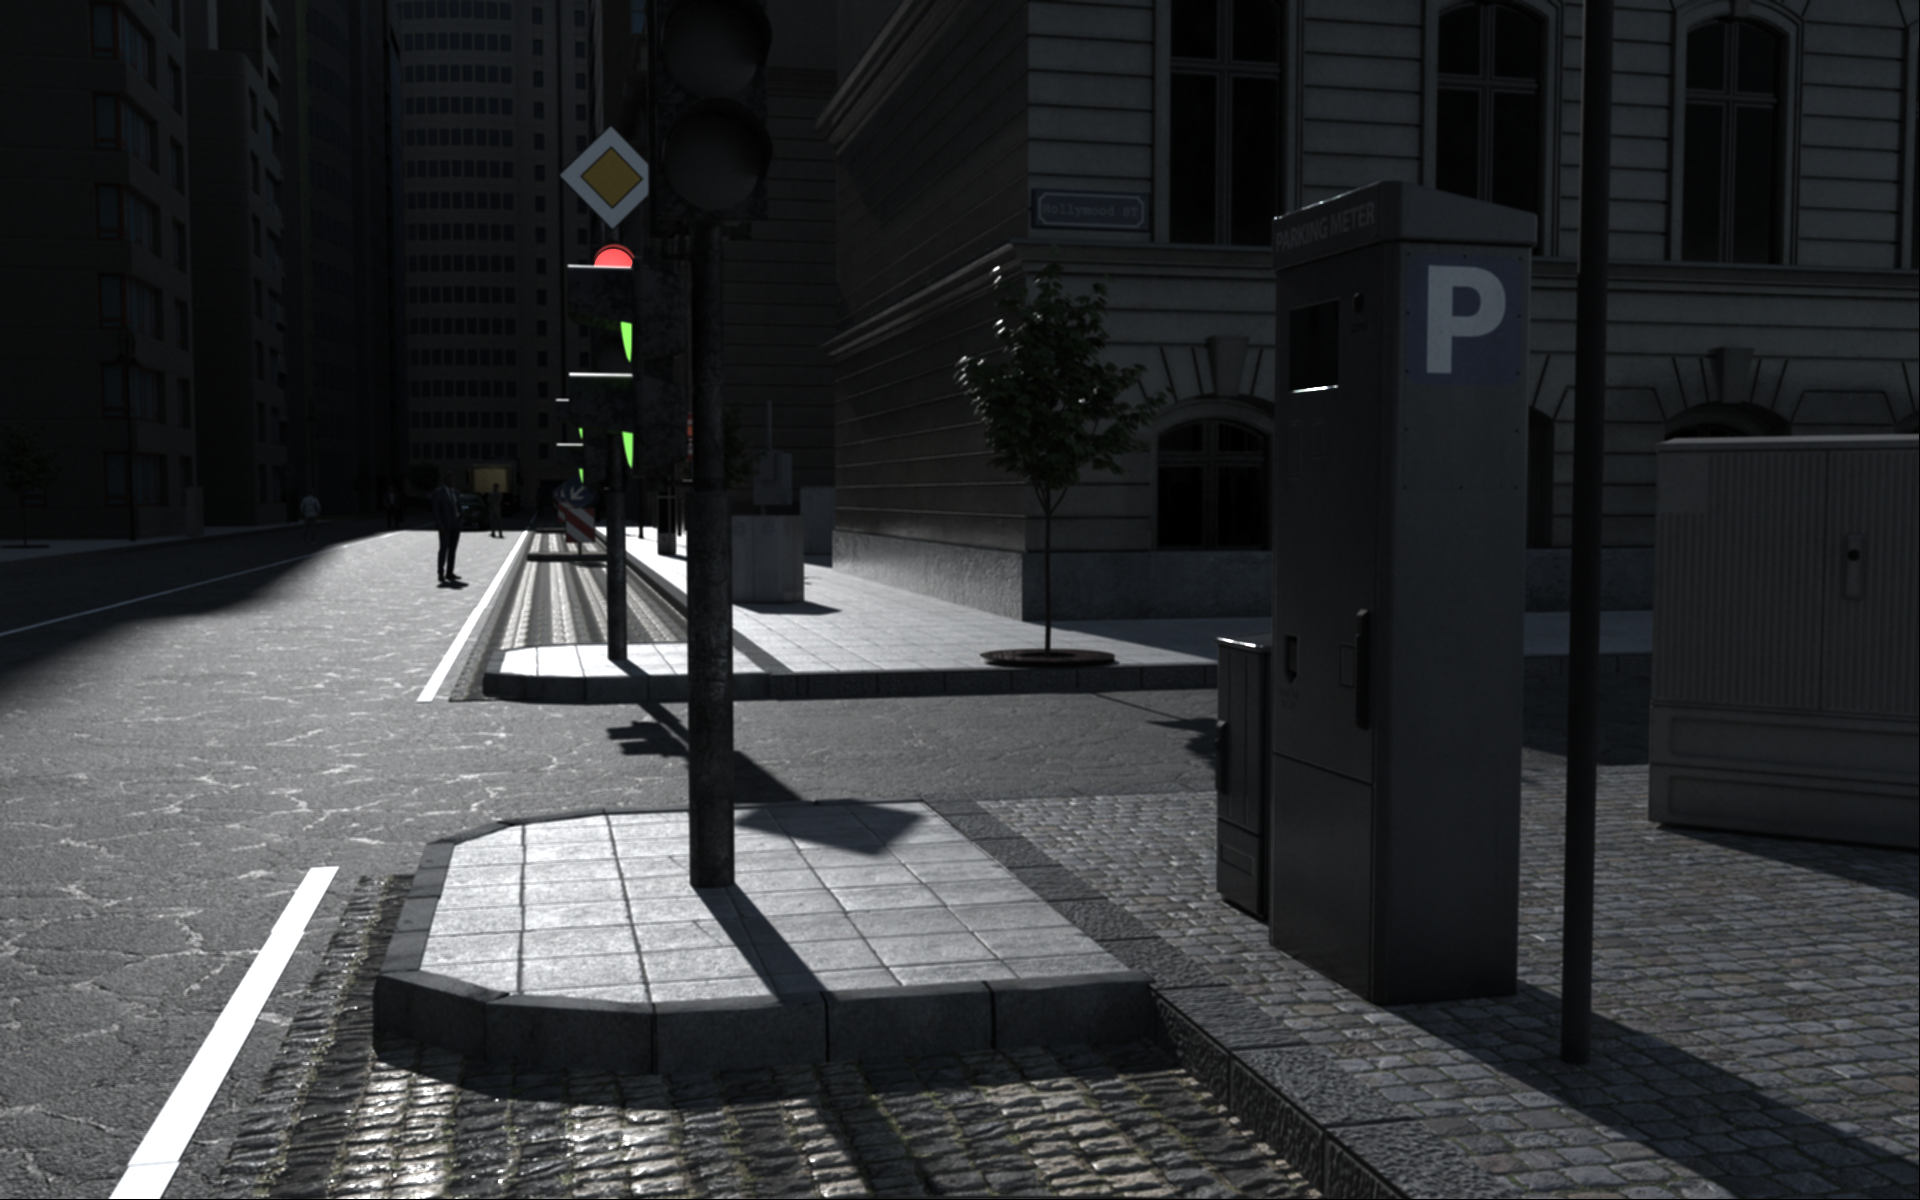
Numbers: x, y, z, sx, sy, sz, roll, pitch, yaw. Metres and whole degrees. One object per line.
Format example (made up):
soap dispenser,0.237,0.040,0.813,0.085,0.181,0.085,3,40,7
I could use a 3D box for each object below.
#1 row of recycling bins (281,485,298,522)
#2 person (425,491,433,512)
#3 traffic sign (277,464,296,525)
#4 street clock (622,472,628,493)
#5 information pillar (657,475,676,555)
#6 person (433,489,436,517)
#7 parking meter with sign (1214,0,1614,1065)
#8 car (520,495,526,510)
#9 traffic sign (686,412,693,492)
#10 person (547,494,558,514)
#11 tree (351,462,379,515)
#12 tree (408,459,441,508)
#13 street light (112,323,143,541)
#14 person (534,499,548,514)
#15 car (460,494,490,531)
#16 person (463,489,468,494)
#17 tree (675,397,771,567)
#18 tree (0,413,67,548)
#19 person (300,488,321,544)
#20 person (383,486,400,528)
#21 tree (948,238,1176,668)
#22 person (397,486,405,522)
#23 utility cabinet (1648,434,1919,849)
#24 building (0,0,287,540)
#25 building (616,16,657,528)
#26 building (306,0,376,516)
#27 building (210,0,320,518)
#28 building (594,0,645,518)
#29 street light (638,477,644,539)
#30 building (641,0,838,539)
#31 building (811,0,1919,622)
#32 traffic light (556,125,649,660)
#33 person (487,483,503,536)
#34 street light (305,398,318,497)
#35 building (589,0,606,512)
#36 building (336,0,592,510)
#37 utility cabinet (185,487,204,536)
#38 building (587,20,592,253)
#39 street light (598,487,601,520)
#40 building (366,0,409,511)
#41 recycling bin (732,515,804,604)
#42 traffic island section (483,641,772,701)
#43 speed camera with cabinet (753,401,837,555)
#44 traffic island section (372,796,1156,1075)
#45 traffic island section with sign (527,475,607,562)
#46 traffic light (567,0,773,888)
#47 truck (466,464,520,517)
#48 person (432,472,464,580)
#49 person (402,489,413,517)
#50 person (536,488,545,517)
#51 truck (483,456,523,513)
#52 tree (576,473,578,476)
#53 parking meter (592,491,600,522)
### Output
row of recycling bins,-31.853,-4.362,78.437,3.534,1.692,1.069,-1,4,-16
person,-41.949,-7.799,136.945,0.756,1.711,0.436,-3,4,-36
traffic sign,-28.194,-4.431,72.555,0.768,2.556,0.104,-1,4,-10
street clock,-10.991,-3.152,56.103,0.358,2.002,0.471,2,4,30
information pillar,-6.213,-1.968,36.662,0.304,2.012,0.304,1,4,16
person,-32.669,-6.080,108.437,0.750,1.759,0.617,1,4,10
parking meter with sign,1.177,-0.512,4.626,0.543,3.016,1.738,-1,4,-15
car,-39.945,-8.735,155.184,2.083,1.381,4.827,-1,4,-15
traffic sign,-4.170,-1.647,27.032,0.768,2.556,0.104,-1,4,-9
person,-29.172,-6.894,124.400,0.628,1.438,0.799,2,4,30
tree,-36.361,-6.807,105.900,1.663,3.219,1.824,0,3,0
tree,-49.263,-10.744,159.375,4.285,4.588,4.351,0,3,0
street light,-22.572,-4.543,47.071,0.468,5.910,1.993,-1,4,-13
person,-30.604,-7.007,126.323,1.065,1.426,0.557,-1,4,-10
car,-19.804,-3.511,69.202,2.131,1.459,4.920,-1,4,-12
person,-40.061,-8.053,140.263,1.348,1.812,0.705,0,4,-1
tree,-4.048,-2.145,29.669,1.663,3.219,1.824,0,3,0
tree,-22.306,-2.855,41.283,1.663,3.219,1.824,0,3,0
person,-18.670,-2.417,49.823,0.589,1.601,0.330,0,4,2
person,-23.833,-3.903,72.712,0.661,1.777,0.834,-3,5,-40
tree,0.808,-1.137,13.189,1.663,3.219,1.824,0,3,0
person,-28.393,-4.846,87.688,0.705,1.831,1.348,0,4,6
utility cabinet,3.212,0.138,6.415,1.173,1.500,0.318,2,4,34
building,-40.119,-13.112,59.423,27.650,21.520,28.899,-1,4,-13
building,-8.451,-14.375,76.830,13.314,21.916,24.055,-1,4,-13
building,-49.211,-34.590,107.544,21.231,58.520,28.212,-1,4,-13
building,-41.383,-24.748,88.231,14.154,41.232,14.086,-1,4,-13
building,-13.546,-27.441,98.771,14.600,45.320,14.200,-1,4,-13
street light,-9.200,-4.710,49.798,0.468,5.910,1.993,-1,4,-13
building,-2.982,-15.626,52.744,12.463,27.353,25.104,-1,4,-13
building,15.907,-12.630,25.581,34.723,24.649,14.460,-1,4,-13
traffic light,-2.684,-1.495,13.357,0.839,4.253,0.868,-1,4,-13
person,-15.870,-3.083,59.083,0.511,1.800,0.466,0,4,-7
street light,-31.130,-6.758,83.280,0.468,5.910,1.993,-1,4,-13
building,-18.134,-31.428,137.546,21.300,48.544,21.600,-1,4,-13
building,-47.009,-38.845,177.109,28.212,58.520,21.231,-1,4,-13
utility cabinet,-23.314,-2.694,52.733,0.318,1.500,1.173,-1,4,-14
building,-25.892,-28.814,154.703,14.154,41.232,14.086,-1,4,-13
street light,-17.912,-6.911,85.783,0.468,5.910,1.993,-1,4,-13
building,-54.986,-30.371,146.677,14.200,45.320,14.600,-1,4,-13
recycling bin,-2.310,-0.492,20.606,0.722,1.027,0.722,1,4,17
traffic island section,-2.642,0.538,13.481,2.009,0.180,2.903,-1,4,-13
speed camera with cabinet,-3.329,-2.590,36.684,2.038,3.252,0.660,1,4,17
traffic island section,-0.794,1.013,5.712,2.009,0.180,2.903,-1,4,-13
traffic island section with sign,-8.337,-1.761,37.415,1.989,1.847,2.006,-1,4,-13
traffic light,-0.835,-1.019,5.588,0.839,4.253,0.868,-1,4,-13
truck,-29.918,-7.025,110.777,3.469,3.379,9.791,-1,4,-14
person,-8.623,-1.251,29.143,0.419,1.800,0.721,2,4,26
person,-35.078,-6.117,109.038,1.217,1.766,0.721,-1,4,-11
person,-26.632,-6.189,109.698,0.705,1.824,1.348,-2,4,-32
truck,-35.453,-8.900,134.431,2.839,4.237,11.283,-1,4,-13
tree,-34.960,-10.014,158.328,1.663,3.219,1.824,0,3,0
parking meter,-16.741,-4.354,79.591,0.372,1.533,0.369,0,3,0
